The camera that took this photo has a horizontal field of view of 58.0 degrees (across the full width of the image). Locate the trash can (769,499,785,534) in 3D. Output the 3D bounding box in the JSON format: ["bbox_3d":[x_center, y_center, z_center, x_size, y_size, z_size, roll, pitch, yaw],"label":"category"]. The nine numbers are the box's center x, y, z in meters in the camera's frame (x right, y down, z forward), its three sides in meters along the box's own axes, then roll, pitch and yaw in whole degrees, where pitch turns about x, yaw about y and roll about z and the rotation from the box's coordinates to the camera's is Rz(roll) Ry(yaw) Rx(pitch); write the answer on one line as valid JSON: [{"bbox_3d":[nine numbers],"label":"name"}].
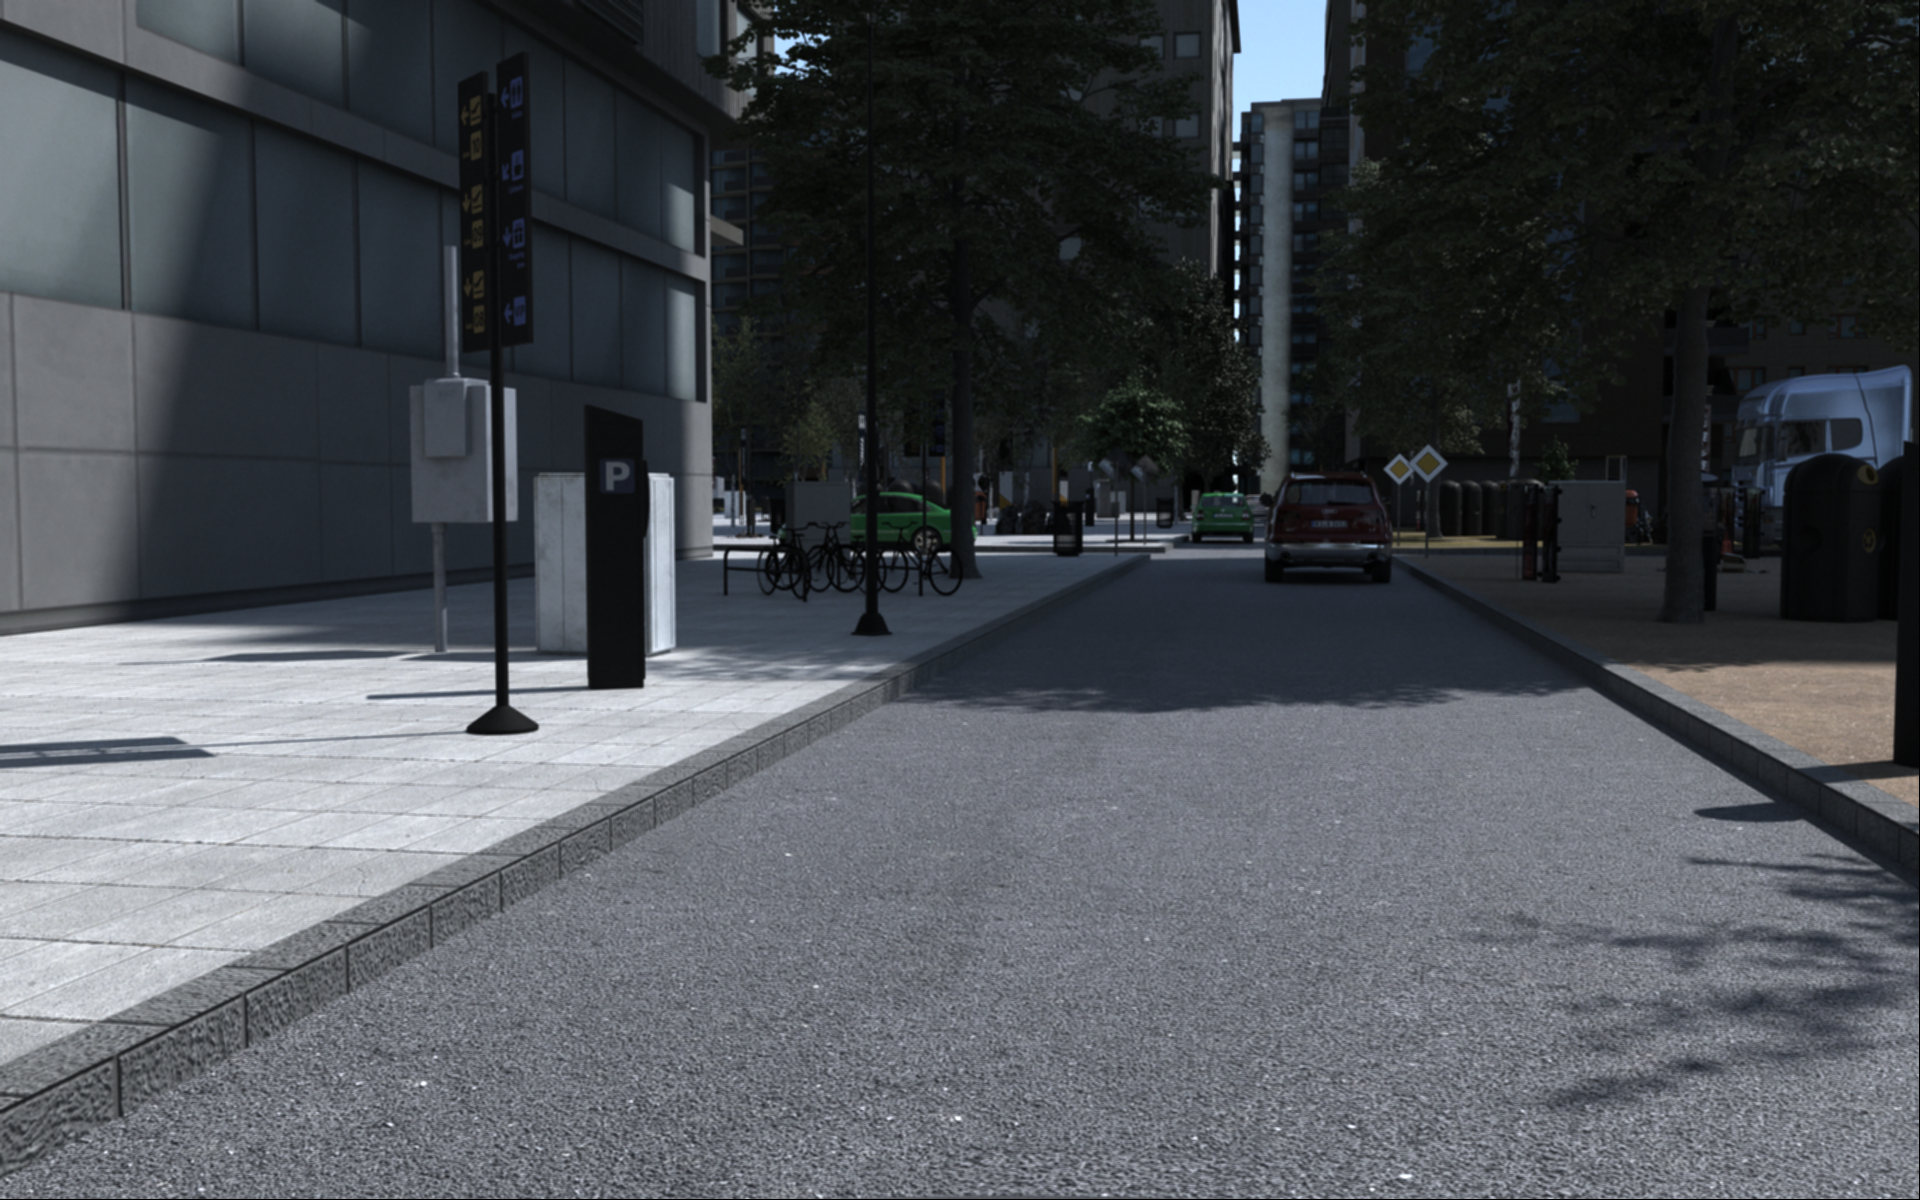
[{"bbox_3d":[-5.783,-2.687,55.582,0.748,1.137,0.748,0,3,0],"label":"trash can"}]

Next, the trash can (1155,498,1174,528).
[{"bbox_3d":[7.678,-3.259,64.940,0.748,1.137,0.748,0,3,0],"label":"trash can"}]

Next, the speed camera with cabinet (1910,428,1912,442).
[{"bbox_3d":[29.033,-3.508,51.699,0.660,3.252,2.038,-1,4,-17],"label":"speed camera with cabinet"}]

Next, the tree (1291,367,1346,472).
[{"bbox_3d":[21.438,-9.102,99.177,4.360,8.622,3.978,0,3,0],"label":"tree"}]

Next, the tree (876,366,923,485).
[{"bbox_3d":[-4.579,-7.473,72.548,4.360,8.622,3.978,0,3,0],"label":"tree"}]

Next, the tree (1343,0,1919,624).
[{"bbox_3d":[7.635,-6.037,16.831,7.486,12.596,7.792,0,3,0],"label":"tree"}]

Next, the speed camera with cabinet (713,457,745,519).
[{"bbox_3d":[-12.281,-5.922,91.161,2.038,3.252,0.660,2,4,30],"label":"speed camera with cabinet"}]

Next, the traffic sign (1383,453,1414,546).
[{"bbox_3d":[10.745,-2.370,42.391,0.795,2.450,0.064,1,4,10],"label":"traffic sign"}]

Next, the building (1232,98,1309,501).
[{"bbox_3d":[47.796,-36.008,208.336,30.456,49.044,23.786,1,4,10],"label":"building"}]

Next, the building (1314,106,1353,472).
[{"bbox_3d":[34.132,-22.002,131.432,14.160,30.474,14.107,1,4,10],"label":"building"}]

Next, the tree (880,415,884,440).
[{"bbox_3d":[-7.011,-9.880,111.902,4.737,8.622,4.395,0,3,0],"label":"tree"}]

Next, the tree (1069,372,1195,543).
[{"bbox_3d":[4.699,-3.826,46.264,4.285,4.588,4.351,0,3,0],"label":"tree"}]

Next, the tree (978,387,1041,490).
[{"bbox_3d":[3.230,-10.228,117.595,4.737,8.622,4.395,0,3,0],"label":"tree"}]

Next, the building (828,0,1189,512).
[{"bbox_3d":[6.324,-33.269,133.188,28.713,52.752,27.495,1,4,10],"label":"building"}]

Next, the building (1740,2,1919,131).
[{"bbox_3d":[82.613,-33.685,170.356,30.456,49.044,23.786,1,4,10],"label":"building"}]

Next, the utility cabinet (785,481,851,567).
[{"bbox_3d":[-2.501,-1.332,30.460,1.173,1.500,0.318,-3,4,-37],"label":"utility cabinet"}]

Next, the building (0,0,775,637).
[{"bbox_3d":[-19.067,-26.656,25.060,27.495,52.752,28.713,1,4,10],"label":"building"}]

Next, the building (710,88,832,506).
[{"bbox_3d":[-12.307,-32.669,188.754,28.867,44.769,22.147,1,4,10],"label":"building"}]

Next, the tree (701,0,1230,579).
[{"bbox_3d":[0.064,-6.573,25.596,7.486,12.596,7.792,0,3,0],"label":"tree"}]

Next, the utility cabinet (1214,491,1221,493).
[{"bbox_3d":[17.196,-6.543,115.650,0.318,1.500,1.173,0,4,1],"label":"utility cabinet"}]

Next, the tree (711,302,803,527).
[{"bbox_3d":[-8.760,-7.114,66.679,4.737,8.622,4.395,0,3,0],"label":"tree"}]

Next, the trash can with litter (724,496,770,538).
[{"bbox_3d":[-6.370,-2.441,50.969,1.678,1.210,2.233,1,4,9],"label":"trash can with litter"}]

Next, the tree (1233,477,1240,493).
[{"bbox_3d":[25.543,-10.344,163.718,1.663,3.219,1.824,0,3,0],"label":"tree"}]

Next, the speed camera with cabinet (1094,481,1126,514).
[{"bbox_3d":[9.827,-7.291,113.549,2.038,3.252,0.660,-1,4,-13],"label":"speed camera with cabinet"}]

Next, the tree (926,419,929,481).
[{"bbox_3d":[-3.085,-8.783,93.963,4.360,8.622,3.978,0,3,0],"label":"tree"}]

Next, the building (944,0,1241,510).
[{"bbox_3d":[14.808,-36.139,180.118,27.495,52.752,28.713,1,4,10],"label":"building"}]

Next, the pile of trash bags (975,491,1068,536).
[{"bbox_3d":[1.732,-2.736,54.485,3.447,1.369,1.912,-2,4,-32],"label":"pile of trash bags"}]

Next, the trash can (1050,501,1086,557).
[{"bbox_3d":[2.228,-1.471,35.708,0.748,1.137,0.748,0,3,0],"label":"trash can"}]

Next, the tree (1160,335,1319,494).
[{"bbox_3d":[15.969,-11.406,112.244,9.928,11.665,9.643,0,3,0],"label":"tree"}]

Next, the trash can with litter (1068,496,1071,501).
[{"bbox_3d":[7.060,-6.601,119.306,1.055,1.170,0.624,-2,4,-33],"label":"trash can with litter"}]

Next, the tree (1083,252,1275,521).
[{"bbox_3d":[10.314,-10.122,82.496,9.611,12.733,9.660,0,3,0],"label":"tree"}]

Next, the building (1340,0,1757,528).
[{"bbox_3d":[23.459,-25.757,71.245,14.600,45.320,14.200,1,4,10],"label":"building"}]

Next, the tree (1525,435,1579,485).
[{"bbox_3d":[19.196,-3.768,56.202,1.663,3.219,1.824,0,3,0],"label":"tree"}]

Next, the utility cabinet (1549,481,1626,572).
[{"bbox_3d":[10.263,-1.206,28.390,1.173,1.500,0.318,1,4,15],"label":"utility cabinet"}]

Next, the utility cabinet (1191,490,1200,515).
[{"bbox_3d":[13.999,-5.750,102.684,0.318,1.500,1.173,1,4,19],"label":"utility cabinet"}]

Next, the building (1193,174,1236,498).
[{"bbox_3d":[17.154,-23.390,154.121,14.160,30.474,14.107,1,4,10],"label":"building"}]

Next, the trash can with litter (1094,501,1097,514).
[{"bbox_3d":[8.260,-5.702,104.609,1.055,1.170,0.624,1,4,11],"label":"trash can with litter"}]

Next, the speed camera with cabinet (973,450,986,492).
[{"bbox_3d":[0.422,-5.106,77.818,0.660,3.252,2.038,-2,4,-31],"label":"speed camera with cabinet"}]

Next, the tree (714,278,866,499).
[{"bbox_3d":[-5.777,-6.598,58.237,4.360,8.622,3.978,0,3,0],"label":"tree"}]

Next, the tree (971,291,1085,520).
[{"bbox_3d":[2.232,-6.620,58.605,4.360,8.622,3.978,0,3,0],"label":"tree"}]

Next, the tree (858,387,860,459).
[{"bbox_3d":[-8.427,-9.316,102.673,4.737,8.622,4.395,0,3,0],"label":"tree"}]

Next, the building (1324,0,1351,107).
[{"bbox_3d":[42.027,-32.040,147.563,21.300,48.544,21.600,1,4,10],"label":"building"}]

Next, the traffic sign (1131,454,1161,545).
[{"bbox_3d":[4.653,-2.439,43.514,0.795,2.450,0.064,1,4,10],"label":"traffic sign"}]

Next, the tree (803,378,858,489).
[{"bbox_3d":[-8.783,-8.975,97.097,4.737,8.622,4.395,0,3,0],"label":"tree"}]

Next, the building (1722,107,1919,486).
[{"bbox_3d":[38.271,-15.549,99.267,27.650,21.520,28.899,1,4,10],"label":"building"}]

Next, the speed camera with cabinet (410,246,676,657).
[{"bbox_3d":[-3.359,-1.200,13.964,2.038,3.252,0.660,1,4,12],"label":"speed camera with cabinet"}]

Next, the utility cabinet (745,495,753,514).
[{"bbox_3d":[-13.698,-6.076,110.506,1.020,1.237,0.306,3,4,36],"label":"utility cabinet"}]

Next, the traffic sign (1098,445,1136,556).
[{"bbox_3d":[3.226,-1.958,35.657,0.795,2.450,0.064,1,4,10],"label":"traffic sign"}]

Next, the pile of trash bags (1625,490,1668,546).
[{"bbox_3d":[17.617,-2.122,44.451,1.912,1.369,3.447,3,4,38],"label":"pile of trash bags"}]

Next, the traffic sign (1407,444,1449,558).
[{"bbox_3d":[9.317,-1.889,34.534,0.795,2.450,0.064,1,4,10],"label":"traffic sign"}]

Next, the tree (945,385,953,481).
[{"bbox_3d":[1.425,-8.249,85.232,4.360,8.622,3.978,0,3,0],"label":"tree"}]

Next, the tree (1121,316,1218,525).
[{"bbox_3d":[8.659,-7.369,70.849,4.737,8.622,4.395,0,3,0],"label":"tree"}]
